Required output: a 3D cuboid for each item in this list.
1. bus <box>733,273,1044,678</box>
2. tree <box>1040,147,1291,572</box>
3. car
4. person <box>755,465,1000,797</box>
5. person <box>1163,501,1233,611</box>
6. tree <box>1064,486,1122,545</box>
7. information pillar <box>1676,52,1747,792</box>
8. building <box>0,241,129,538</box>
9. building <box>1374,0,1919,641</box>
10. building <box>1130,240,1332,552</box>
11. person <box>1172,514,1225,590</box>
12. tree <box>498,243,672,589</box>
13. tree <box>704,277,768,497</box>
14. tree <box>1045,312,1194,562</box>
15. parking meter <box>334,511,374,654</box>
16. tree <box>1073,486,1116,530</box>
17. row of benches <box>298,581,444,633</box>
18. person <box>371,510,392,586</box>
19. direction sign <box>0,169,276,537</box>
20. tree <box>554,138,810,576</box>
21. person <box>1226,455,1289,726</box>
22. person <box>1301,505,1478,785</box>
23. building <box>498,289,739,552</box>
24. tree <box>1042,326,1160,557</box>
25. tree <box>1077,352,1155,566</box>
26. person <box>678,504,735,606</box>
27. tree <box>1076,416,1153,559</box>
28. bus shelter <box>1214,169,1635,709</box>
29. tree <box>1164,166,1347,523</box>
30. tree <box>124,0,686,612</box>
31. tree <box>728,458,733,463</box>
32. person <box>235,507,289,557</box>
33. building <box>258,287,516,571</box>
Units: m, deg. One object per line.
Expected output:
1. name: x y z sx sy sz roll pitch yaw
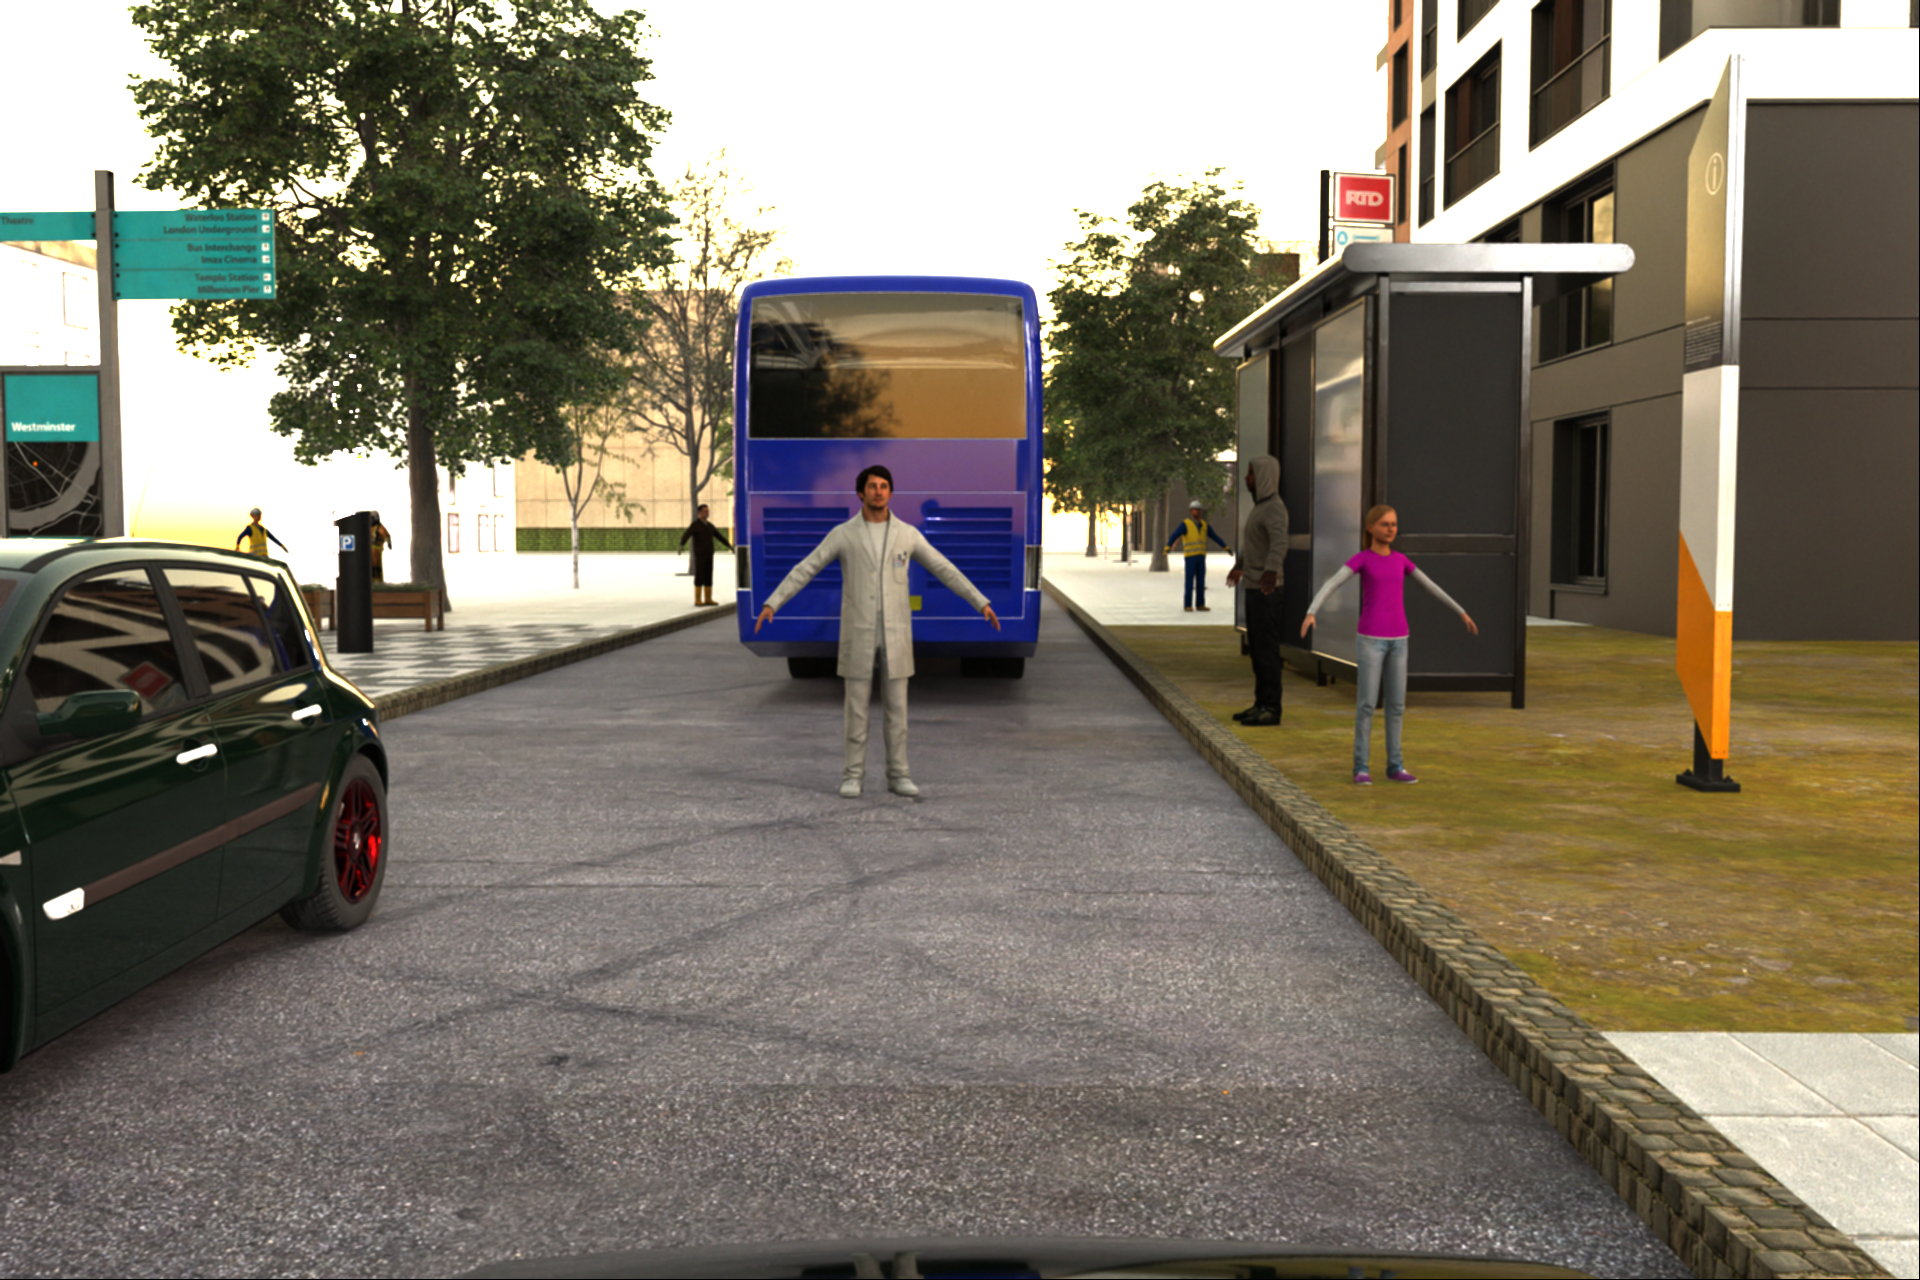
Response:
1. bus: -0.481 -1.745 20.075 2.896 3.916 12.251 0 4 1
2. tree: 6.844 -9.319 59.025 9.857 13.997 8.962 0 3 0
3. car: -3.050 0.298 4.920 2.009 1.686 4.222 0 4 1
4. person: -0.457 -0.053 9.516 1.347 1.806 0.705 -1 4 -11
5. person: 3.933 -1.399 28.849 1.349 1.833 0.705 -2 4 -25
6. tree: 15.898 -17.468 195.972 12.009 13.543 11.850 0 3 0
7. information pillar: 3.784 -1.063 8.736 0.183 3.616 0.504 0 4 1
8. building: -26.571 -5.920 38.943 9.099 9.664 28.070 0 4 2
9. building: 22.886 -11.760 36.254 27.936 21.610 32.646 0 4 1
10. building: 27.311 -17.921 136.983 27.936 21.610 32.646 0 4 1
11. person: 5.488 -2.092 40.068 1.347 1.847 0.705 -1 4 -20
12. tree: -9.120 -5.525 40.699 4.360 8.622 3.978 0 3 0
13. tree: -7.818 -9.668 76.191 7.486 12.596 7.792 0 3 0
14. tree: 7.472 -9.403 79.488 9.928 11.665 9.643 0 3 0
15. parking meter: -6.549 -0.630 18.716 0.372 1.533 0.369 0 3 0
16. tree: 8.144 -9.575 106.919 4.737 8.622 4.395 0 3 0
17. row of benches: -8.773 -0.449 22.811 4.104 0.672 1.422 0 4 -1
18. person: -13.875 -2.157 41.036 1.354 1.858 0.705 2 4 32
19. direction sign: -6.248 -1.505 13.377 2.525 3.948 1.411 0 4 3
20. tree: -8.081 -8.734 53.173 12.009 13.543 11.850 0 3 0
21. person: 2.026 -0.342 11.718 0.705 1.813 1.348 0 4 -1
22. person: 2.192 0.023 8.883 0.991 1.433 0.599 -1 4 -15
23. building: -24.652 -16.805 141.220 16.747 18.905 31.486 0 4 2
24. tree: 7.474 -11.730 98.433 9.857 13.997 8.962 0 3 0
25. tree: 6.906 -7.304 69.781 4.360 8.622 3.978 0 3 0
26. person: -4.546 -1.513 30.875 0.704 1.812 1.346 3 5 40
27. tree: 7.218 -8.401 87.715 4.360 8.622 3.978 0 3 0
28. bus shelter: 3.789 -2.397 16.816 2.179 5.291 8.768 0 4 0
29. tree: 6.386 -5.171 34.906 4.360 8.622 3.978 0 3 0
30. tree: -8.719 -7.429 28.118 9.857 13.997 8.962 0 3 0
31. tree: -7.861 -9.271 85.995 8.767 10.594 7.601 1 4 16
32. person: -12.590 -1.513 31.196 0.721 1.772 1.216 2 4 25
33. building: -23.205 -8.006 73.043 9.099 9.664 28.070 0 4 0
